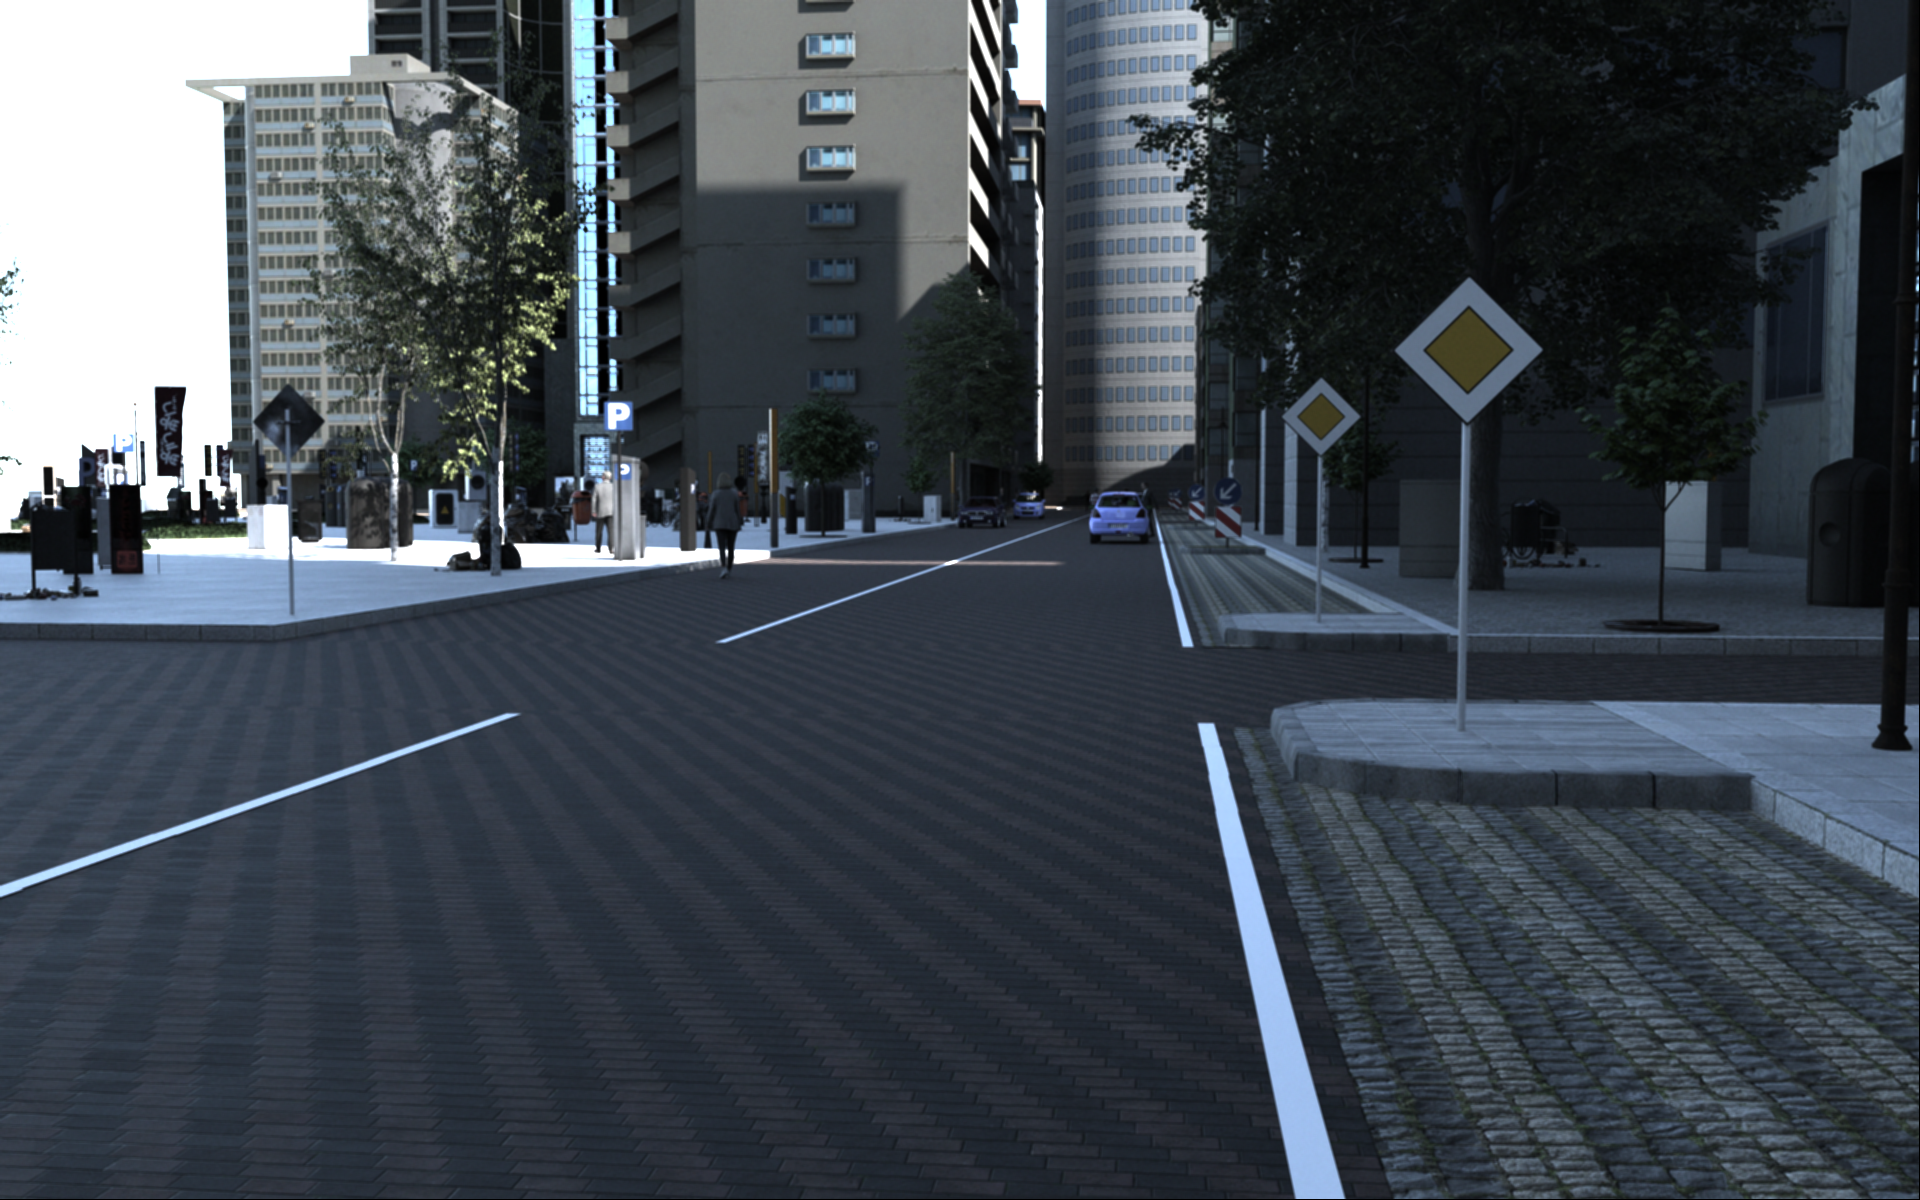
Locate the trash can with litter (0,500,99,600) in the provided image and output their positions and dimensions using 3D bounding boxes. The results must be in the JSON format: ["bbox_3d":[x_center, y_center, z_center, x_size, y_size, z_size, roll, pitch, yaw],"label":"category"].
[{"bbox_3d":[-11.627,-0.630,21.360,1.678,1.210,2.233,3,5,42],"label":"trash can with litter"}]

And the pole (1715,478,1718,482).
[{"bbox_3d":[13.605,-2.292,31.314,0.158,3.312,0.155,0,3,0],"label":"pole"}]

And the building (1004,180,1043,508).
[{"bbox_3d":[0.605,-23.894,162.364,14.107,30.474,14.160,0,4,6],"label":"building"}]

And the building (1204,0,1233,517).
[{"bbox_3d":[21.540,-25.568,101.628,14.154,41.232,14.086,0,4,6],"label":"building"}]

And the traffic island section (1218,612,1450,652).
[{"bbox_3d":[3.623,0.305,17.297,2.009,0.180,2.903,0,4,6],"label":"traffic island section"}]

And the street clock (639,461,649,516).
[{"bbox_3d":[-7.136,-2.069,38.399,0.471,2.002,0.358,2,4,34],"label":"street clock"}]

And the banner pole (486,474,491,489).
[{"bbox_3d":[-25.771,-6.448,95.437,0.863,3.779,0.401,1,4,10],"label":"banner pole"}]

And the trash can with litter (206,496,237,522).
[{"bbox_3d":[-28.875,-3.576,69.521,1.678,1.210,2.233,2,4,28],"label":"trash can with litter"}]

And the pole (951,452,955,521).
[{"bbox_3d":[-0.345,-5.496,83.705,0.158,3.312,0.155,0,3,0],"label":"pole"}]

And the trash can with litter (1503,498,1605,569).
[{"bbox_3d":[10.370,-1.189,30.500,2.233,1.210,1.678,0,4,-4],"label":"trash can with litter"}]

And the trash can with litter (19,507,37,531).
[{"bbox_3d":[-30.011,-2.746,56.282,1.055,1.170,0.624,-2,4,-25],"label":"trash can with litter"}]

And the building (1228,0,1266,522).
[{"bbox_3d":[20.111,-19.088,83.792,14.160,30.474,14.107,0,4,6],"label":"building"}]

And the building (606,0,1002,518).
[{"bbox_3d":[-8.990,-29.415,104.634,21.300,48.544,21.600,0,4,6],"label":"building"}]

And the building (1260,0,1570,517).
[{"bbox_3d":[28.294,-35.449,121.598,21.231,58.520,28.212,0,4,6],"label":"building"}]

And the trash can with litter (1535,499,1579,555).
[{"bbox_3d":[12.739,-1.567,37.004,0.624,1.170,1.055,-2,4,-34],"label":"trash can with litter"}]

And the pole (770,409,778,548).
[{"bbox_3d":[-4.451,-2.910,41.421,0.158,3.312,0.155,0,3,0],"label":"pole"}]

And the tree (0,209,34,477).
[{"bbox_3d":[-19.194,-4.998,32.081,4.360,8.622,3.978,0,3,0],"label":"tree"}]

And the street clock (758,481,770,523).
[{"bbox_3d":[-8.594,-4.357,75.808,0.471,2.002,0.358,-3,4,-39],"label":"street clock"}]

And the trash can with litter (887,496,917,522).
[{"bbox_3d":[-2.877,-4.312,81.562,1.678,1.210,2.233,0,4,-1],"label":"trash can with litter"}]

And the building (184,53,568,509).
[{"bbox_3d":[-51.071,-28.571,159.019,23.993,40.220,32.217,0,4,6],"label":"building"}]

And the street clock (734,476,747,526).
[{"bbox_3d":[-8.933,-4.037,70.575,0.471,2.002,0.358,1,4,17],"label":"street clock"}]

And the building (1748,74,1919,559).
[{"bbox_3d":[29.954,-43.466,23.347,31.000,86.520,22.319,0,4,6],"label":"building"}]

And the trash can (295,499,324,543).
[{"bbox_3d":[-17.170,-2.084,45.732,0.748,1.137,0.748,0,3,0],"label":"trash can"}]

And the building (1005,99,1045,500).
[{"bbox_3d":[-5.078,-32.636,188.217,28.867,44.769,22.147,0,4,6],"label":"building"}]

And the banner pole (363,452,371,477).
[{"bbox_3d":[-32.246,-6.360,94.006,0.863,3.779,0.401,-1,4,-15],"label":"banner pole"}]

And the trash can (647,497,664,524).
[{"bbox_3d":[-13.307,-3.915,75.656,0.748,1.137,0.748,0,3,0],"label":"trash can"}]

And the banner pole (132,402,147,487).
[{"bbox_3d":[-22.297,-3.479,46.893,0.401,3.779,0.863,-1,4,-22],"label":"banner pole"}]

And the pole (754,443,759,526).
[{"bbox_3d":[-8.071,-4.575,68.644,0.158,3.312,0.155,0,3,0],"label":"pole"}]

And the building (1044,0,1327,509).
[{"bbox_3d":[23.340,-39.335,185.127,28.212,58.520,21.231,0,4,6],"label":"building"}]

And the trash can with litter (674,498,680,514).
[{"bbox_3d":[-10.449,-3.287,65.123,0.624,1.170,1.055,-1,4,-9],"label":"trash can with litter"}]

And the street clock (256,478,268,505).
[{"bbox_3d":[-30.550,-4.359,75.833,0.471,2.002,0.358,-2,4,-29],"label":"street clock"}]

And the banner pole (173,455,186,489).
[{"bbox_3d":[-43.840,-6.549,97.097,0.863,3.779,0.401,0,4,-1],"label":"banner pole"}]

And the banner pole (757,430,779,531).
[{"bbox_3d":[-6.680,-4.274,59.901,0.863,3.779,0.401,2,4,28],"label":"banner pole"}]

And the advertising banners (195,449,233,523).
[{"bbox_3d":[-29.160,-4.327,66.933,2.074,3.025,0.090,-2,4,-30],"label":"advertising banners"}]

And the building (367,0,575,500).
[{"bbox_3d":[-51.782,-46.073,191.538,20.611,71.187,20.563,0,4,6],"label":"building"}]

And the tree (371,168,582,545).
[{"bbox_3d":[-10.511,-5.392,38.527,4.737,8.622,4.395,0,3,0],"label":"tree"}]

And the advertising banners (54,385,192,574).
[{"bbox_3d":[-13.449,-1.935,27.821,2.074,3.025,0.090,0,4,-6],"label":"advertising banners"}]

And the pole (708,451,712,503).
[{"bbox_3d":[-11.921,-5.432,82.658,0.158,3.312,0.155,0,3,0],"label":"pole"}]

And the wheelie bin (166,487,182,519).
[{"bbox_3d":[-35.977,-4.378,79.487,0.980,1.594,0.693,1,4,16],"label":"wheelie bin"}]

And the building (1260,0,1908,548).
[{"bbox_3d":[20.233,-31.293,53.644,21.231,58.520,28.212,0,4,6],"label":"building"}]

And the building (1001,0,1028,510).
[{"bbox_3d":[-7.274,-31.266,130.813,23.786,49.044,30.456,0,4,6],"label":"building"}]

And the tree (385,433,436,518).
[{"bbox_3d":[-29.053,-6.633,92.158,4.285,4.588,4.351,0,3,0],"label":"tree"}]

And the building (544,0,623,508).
[{"bbox_3d":[-22.358,-51.778,159.243,31.000,86.520,22.319,0,4,6],"label":"building"}]

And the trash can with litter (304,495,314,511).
[{"bbox_3d":[-34.285,-4.975,92.405,2.233,1.210,1.678,-3,5,-43],"label":"trash can with litter"}]

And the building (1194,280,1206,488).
[{"bbox_3d":[34.852,-18.744,151.509,27.650,21.520,28.899,0,4,6],"label":"building"}]

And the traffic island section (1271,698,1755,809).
[{"bbox_3d":[2.752,0.790,9.359,2.009,0.180,2.903,0,4,6],"label":"traffic island section"}]

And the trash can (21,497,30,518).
[{"bbox_3d":[-40.330,-3.885,75.178,0.748,1.137,0.748,0,3,0],"label":"trash can"}]
